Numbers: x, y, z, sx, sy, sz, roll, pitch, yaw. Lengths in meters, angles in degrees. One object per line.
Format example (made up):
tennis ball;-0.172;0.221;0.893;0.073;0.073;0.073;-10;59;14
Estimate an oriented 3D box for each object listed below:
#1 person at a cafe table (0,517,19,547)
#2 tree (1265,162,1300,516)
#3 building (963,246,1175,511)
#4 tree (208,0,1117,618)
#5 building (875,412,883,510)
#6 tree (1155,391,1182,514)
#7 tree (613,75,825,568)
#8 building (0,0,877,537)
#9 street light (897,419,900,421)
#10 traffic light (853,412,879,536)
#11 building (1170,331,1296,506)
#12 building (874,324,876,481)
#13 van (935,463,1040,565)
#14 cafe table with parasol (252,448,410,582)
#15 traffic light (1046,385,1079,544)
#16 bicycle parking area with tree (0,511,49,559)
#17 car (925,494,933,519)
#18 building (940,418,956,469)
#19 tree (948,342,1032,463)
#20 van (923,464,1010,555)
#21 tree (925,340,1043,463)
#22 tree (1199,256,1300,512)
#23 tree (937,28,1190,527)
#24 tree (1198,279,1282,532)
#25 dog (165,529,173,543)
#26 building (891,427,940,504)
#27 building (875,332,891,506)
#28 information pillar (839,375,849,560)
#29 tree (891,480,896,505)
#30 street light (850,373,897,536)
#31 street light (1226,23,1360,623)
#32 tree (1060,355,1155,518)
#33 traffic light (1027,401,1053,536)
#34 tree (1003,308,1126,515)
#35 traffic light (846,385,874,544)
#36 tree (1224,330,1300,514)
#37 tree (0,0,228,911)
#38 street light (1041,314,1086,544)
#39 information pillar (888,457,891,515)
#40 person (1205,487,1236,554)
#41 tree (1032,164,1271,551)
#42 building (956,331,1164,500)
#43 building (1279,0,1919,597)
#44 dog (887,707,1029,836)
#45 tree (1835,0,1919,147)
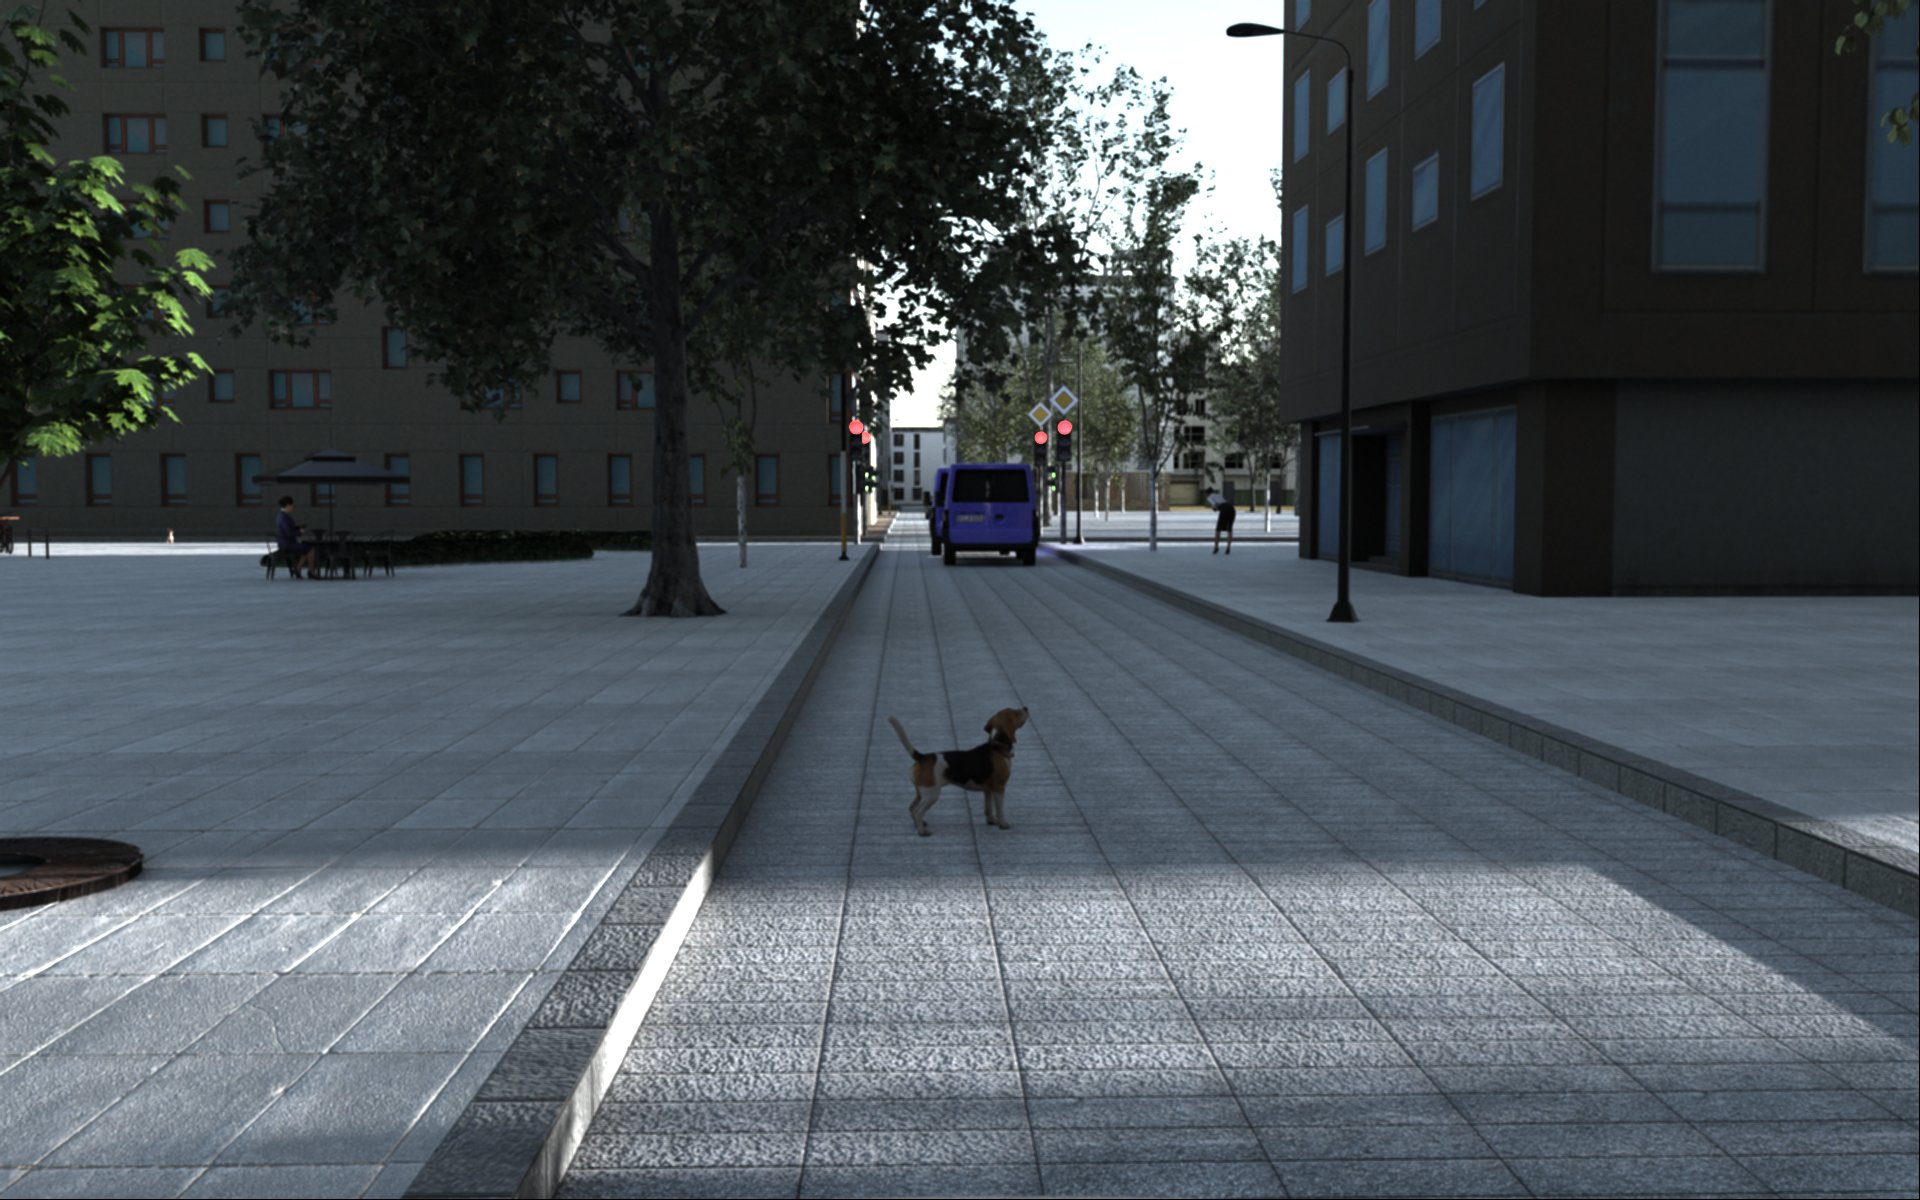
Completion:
person at a cafe table;-23.757;-2.006;41.313;1.698;1.524;1.622;0;4;5
tree;18.425;-14.852;98.719;12.611;20.169;13.585;0;3;0
building;8.301;-17.233;138.184;16.016;20.091;11.380;0;4;-2
tree;-3.159;-6.182;18.078;9.611;12.733;9.660;0;3;0
building;-12.142;-13.998;171.014;9.099;9.664;28.070;0;4;-2
tree;12.724;-9.994;113.760;4.360;8.622;3.978;0;3;0
tree;-4.017;-4.865;29.901;4.737;8.622;4.395;0;3;0
building;-17.305;-13.503;65.812;27.650;21.520;28.899;0;4;-2
street light;-4.386;-8.226;107.030;1.470;5.913;1.316;0;4;-2
traffic light;-2.866;-3.883;52.410;0.839;4.253;0.868;0;4;-2
building;27.987;-20.158;196.043;31.486;18.905;16.747;0;4;-2
building;-12.987;-21.186;118.094;14.160;30.474;14.107;0;4;-2
van;0.579;-1.966;36.533;2.240;2.365;5.245;0;4;-1
cafe table with parasol;-9.497;-1.301;26.142;2.610;1.966;2.610;2;4;24
traffic light;2.649;-3.405;44.600;0.839;4.253;0.868;0;4;-2
bicycle parking area with tree;-22.676;-2.900;34.412;8.231;4.147;9.016;-2;4;-25
car;-1.077;-5.372;99.631;2.131;1.459;4.920;0;4;-2
building;2.911;-15.189;190.482;9.099;9.664;28.070;0;4;-2
tree;1.908;-8.109;82.949;4.737;8.622;4.395;0;3;0
van;0.222;-2.317;42.261;2.240;2.365;5.245;0;4;-1
tree;2.118;-12.749;118.822;12.009;13.543;11.850;0;3;0
tree;14.923;-8.867;70.731;9.928;11.665;9.643;0;3;0
tree;4.156;-13.024;68.829;12.611;20.169;13.585;0;3;0
tree;10.196;-6.622;58.633;4.360;8.622;3.978;0;3;0
dog;-21.171;-1.658;46.393;0.540;0.507;0.406;2;4;24
building;-10.348;-16.780;216.503;28.070;9.664;9.099;0;4;-2
building;-23.580;-20.071;194.622;31.486;18.905;16.747;0;4;-2
information pillar;-2.265;-2.588;33.663;0.183;3.616;0.504;0;4;-6
tree;-8.426;-12.883;205.241;1.663;3.219;1.824;0;3;0
street light;-2.729;-4.886;52.426;1.470;5.913;1.316;0;4;-2
street light;3.321;-2.735;17.266;1.470;5.913;1.316;0;4;-2
tree;7.344;-8.493;89.230;4.360;8.622;3.978;0;3;0
traffic light;2.412;-3.894;52.582;0.839;4.253;0.868;0;4;-2
tree;6.253;-11.400;104.524;7.486;12.596;7.792;0;3;0
traffic light;-2.629;-3.395;44.428;0.839;4.253;0.868;0;4;-2
tree;16.684;-9.005;81.639;7.601;10.594;8.767;3;5;39
tree;-3.346;-0.667;5.510;1.663;3.219;1.824;0;3;0
street light;2.534;-4.405;44.569;1.470;5.913;1.316;0;4;-2
information pillar;-4.421;-7.172;108.624;0.183;3.616;0.504;0;4;-3
person;5.546;-1.709;37.172;0.799;1.438;0.628;2;4;25
tree;4.477;-5.409;38.795;4.737;8.622;4.395;0;3;0
building;8.390;-17.963;160.156;16.747;18.905;31.486;0;4;-2
building;13.575;-23.053;27.033;14.600;45.320;14.200;0;4;-2
dog;0.000;0.726;7.416;0.406;0.507;0.540;2;4;29
tree;5.253;-3.530;8.073;4.737;8.622;4.395;0;3;0
